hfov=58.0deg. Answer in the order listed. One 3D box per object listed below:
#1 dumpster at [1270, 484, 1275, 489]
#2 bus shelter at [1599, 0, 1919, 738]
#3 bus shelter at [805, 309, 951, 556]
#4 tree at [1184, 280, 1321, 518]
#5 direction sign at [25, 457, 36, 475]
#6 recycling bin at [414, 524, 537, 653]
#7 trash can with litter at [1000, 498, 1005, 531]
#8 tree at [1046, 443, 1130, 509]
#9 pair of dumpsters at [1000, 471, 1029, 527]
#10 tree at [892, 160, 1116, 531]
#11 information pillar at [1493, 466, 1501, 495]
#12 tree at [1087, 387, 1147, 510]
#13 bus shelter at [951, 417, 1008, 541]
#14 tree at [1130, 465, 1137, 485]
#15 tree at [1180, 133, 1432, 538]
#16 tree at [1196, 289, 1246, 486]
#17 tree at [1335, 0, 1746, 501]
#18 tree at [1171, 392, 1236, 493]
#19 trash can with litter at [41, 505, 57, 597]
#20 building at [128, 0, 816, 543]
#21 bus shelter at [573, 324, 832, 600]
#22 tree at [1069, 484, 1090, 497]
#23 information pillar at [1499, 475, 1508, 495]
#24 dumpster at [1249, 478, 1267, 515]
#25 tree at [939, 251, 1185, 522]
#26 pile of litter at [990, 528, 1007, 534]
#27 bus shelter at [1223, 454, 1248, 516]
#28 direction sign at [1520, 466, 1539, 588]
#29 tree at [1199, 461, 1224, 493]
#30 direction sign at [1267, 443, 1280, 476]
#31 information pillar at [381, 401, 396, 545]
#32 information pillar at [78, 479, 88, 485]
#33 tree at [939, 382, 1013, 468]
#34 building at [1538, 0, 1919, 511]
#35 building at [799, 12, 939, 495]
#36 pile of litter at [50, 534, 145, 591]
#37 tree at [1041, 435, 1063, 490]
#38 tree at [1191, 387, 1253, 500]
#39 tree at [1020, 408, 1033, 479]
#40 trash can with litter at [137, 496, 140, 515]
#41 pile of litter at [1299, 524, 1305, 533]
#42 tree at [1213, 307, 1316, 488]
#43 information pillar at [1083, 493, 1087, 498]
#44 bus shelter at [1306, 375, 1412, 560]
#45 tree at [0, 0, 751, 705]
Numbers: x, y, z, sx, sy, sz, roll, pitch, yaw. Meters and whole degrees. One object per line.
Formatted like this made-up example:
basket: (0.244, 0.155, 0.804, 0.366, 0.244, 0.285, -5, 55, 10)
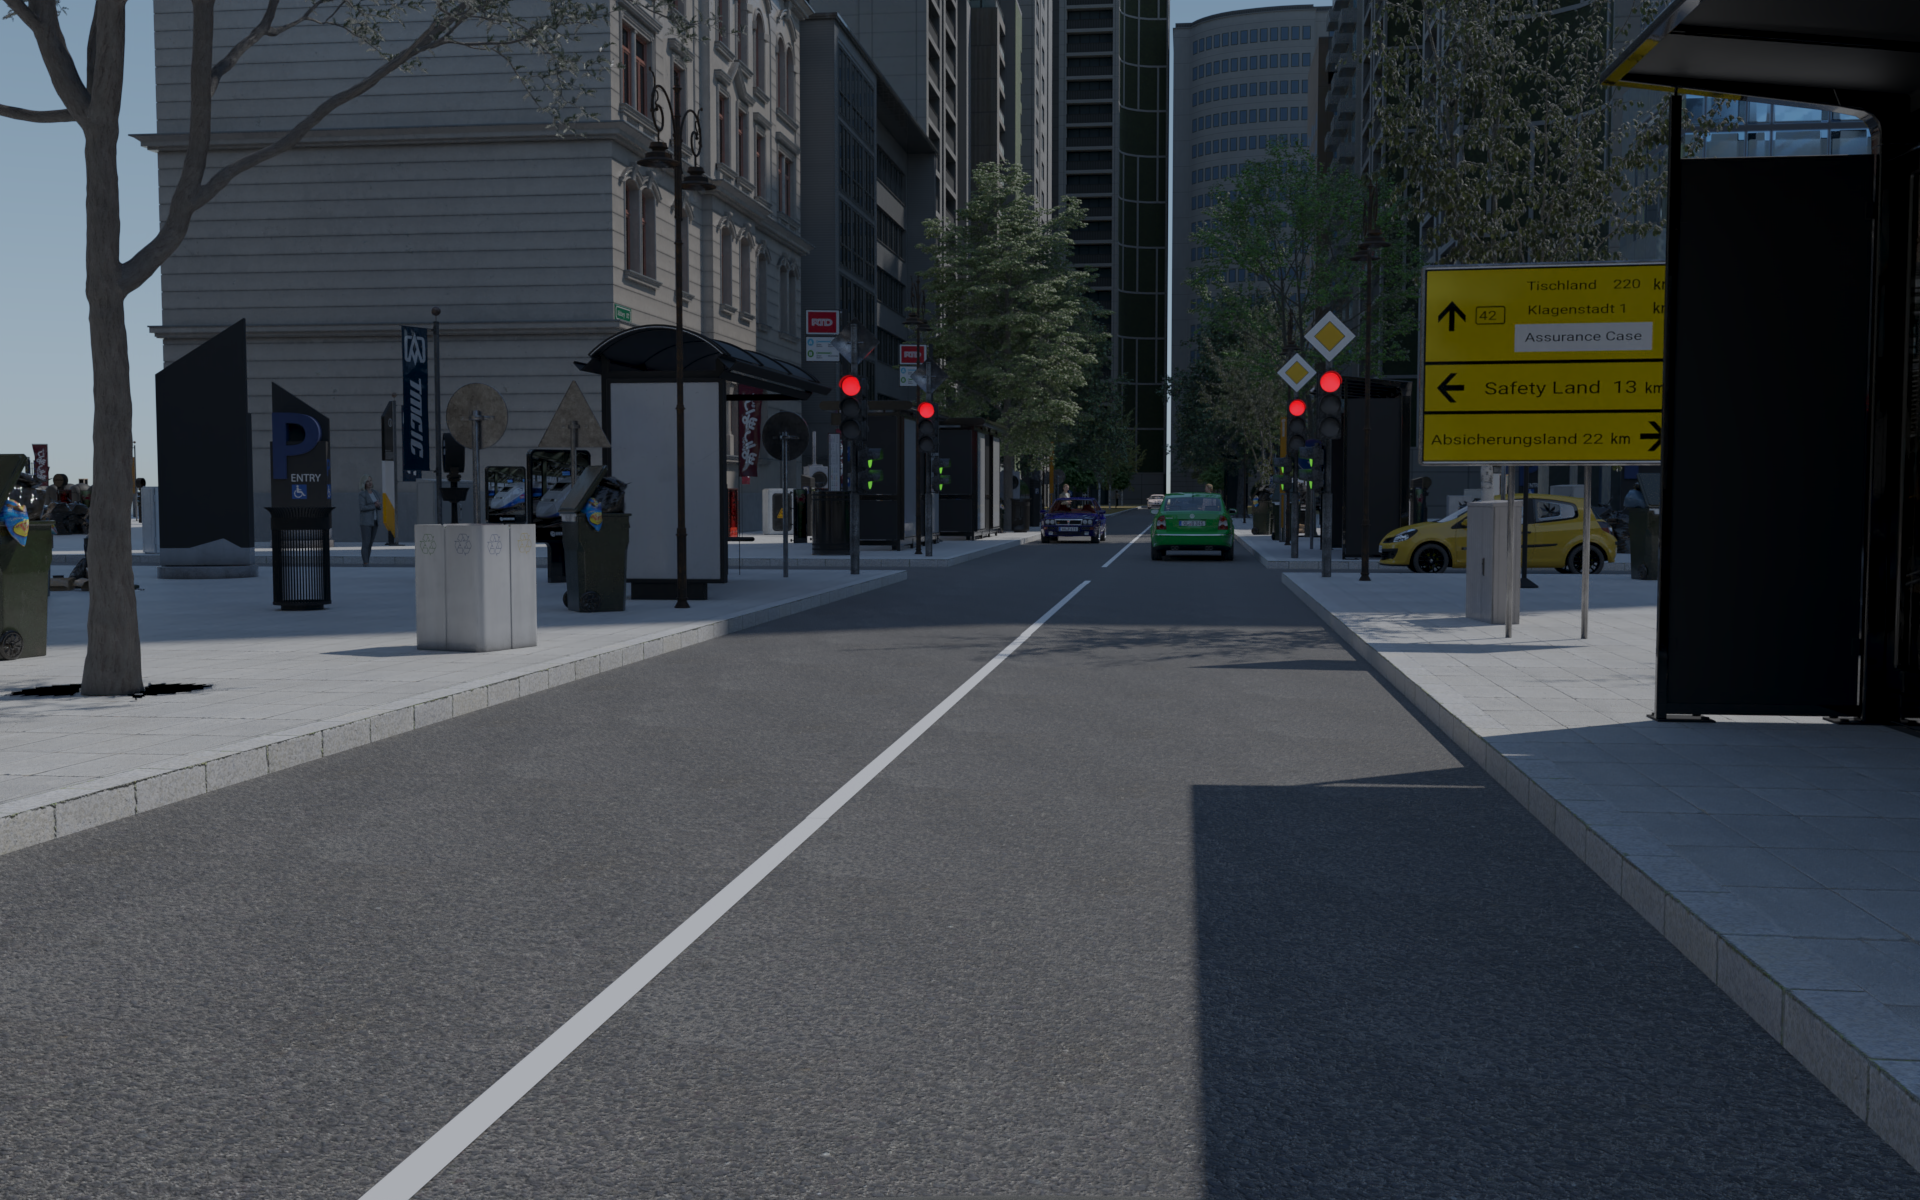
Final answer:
dumpster: (13.568, -4.080, 72.463, 1.264, 1.857, 1.865, 0, 4, 7)
bus shelter: (4.049, -0.941, 6.670, 1.731, 3.624, 6.357, 0, 4, 7)
bus shelter: (-1.937, -3.827, 40.209, 2.179, 5.291, 8.768, 0, 4, 7)
tree: (15.219, -10.759, 92.915, 9.611, 12.733, 9.660, 0, 3, 0)
direction sign: (-61.820, -7.551, 115.455, 0.379, 3.537, 0.876, 3, 5, 42)
recycling bin: (-4.027, -0.114, 14.425, 0.722, 1.027, 0.722, 2, 4, 26)
trash can with litter: (0.978, -2.833, 57.699, 1.055, 1.170, 0.624, 1, 4, 9)
tree: (6.180, -6.619, 91.942, 4.285, 4.588, 4.351, 0, 3, 0)
pair of dumpsters: (1.876, -4.128, 69.987, 1.574, 2.255, 4.437, 0, 4, 8)
tree: (1.540, -8.671, 59.896, 7.486, 12.596, 7.792, 0, 3, 0)
information pillar: (21.861, -4.827, 70.268, 0.504, 3.616, 0.183, 0, 4, 7)
tree: (9.615, -10.165, 116.567, 4.737, 8.622, 4.395, 0, 3, 0)
bus shelter: (-0.201, -4.358, 48.882, 2.179, 5.291, 8.768, 0, 4, 8)
tree: (13.621, -10.186, 150.248, 4.285, 4.588, 4.351, 0, 3, 0)
tree: (10.241, -7.667, 51.111, 9.928, 11.665, 9.643, 0, 3, 0)
tree: (10.449, -6.747, 60.680, 4.360, 8.622, 3.978, 0, 3, 0)
tree: (5.899, -4.178, 18.671, 4.360, 8.622, 3.978, 0, 3, 0)
tree: (27.153, -16.980, 184.271, 9.857, 13.997, 8.962, 0, 3, 0)
trash can with litter: (-11.664, -0.600, 21.193, 1.055, 1.170, 0.624, -3, 4, -36)
building: (-13.599, -16.432, 56.045, 14.401, 28.519, 23.554, 0, 4, 7)
bus shelter: (-3.272, -1.803, 23.409, 2.014, 3.302, 5.546, 0, 4, 7)
tree: (6.825, -6.247, 96.740, 1.663, 3.219, 1.824, 0, 3, 0)
information pillar: (20.569, -3.728, 65.450, 0.304, 2.012, 0.304, 3, 5, 45)
dumpster: (18.105, -6.185, 103.624, 1.502, 2.255, 1.985, 0, 4, 7)
tree: (3.456, -9.932, 79.388, 9.611, 12.733, 9.660, 0, 3, 0)
pile of litter: (0.629, -2.603, 56.522, 1.719, 0.858, 1.176, 1, 4, 14)
bus shelter: (16.310, -6.851, 103.289, 1.731, 3.624, 6.357, 0, 4, 8)
direction sign: (7.734, -1.935, 23.642, 0.379, 3.537, 0.876, 0, 4, -2)
tree: (23.717, -10.769, 159.786, 4.285, 4.588, 4.351, 0, 3, 0)
direction sign: (14.030, -5.180, 76.693, 0.876, 3.537, 0.379, 1, 4, 16)
information pillar: (-14.302, -3.179, 43.331, 0.183, 3.616, 0.504, 0, 4, 8)
information pillar: (-41.477, -4.740, 81.993, 0.304, 2.012, 0.304, 1, 4, 9)
tree: (0.688, -8.483, 89.066, 4.360, 8.622, 3.978, 0, 3, 0)
building: (33.683, -45.024, 48.811, 31.000, 86.520, 22.319, 0, 4, 7)
building: (-10.090, -16.151, 83.128, 14.314, 24.678, 30.058, 0, 4, 7)
pile of litter: (-11.700, -0.566, 23.213, 1.719, 0.858, 1.176, 3, 5, 42)
tree: (4.655, -9.489, 105.500, 4.360, 8.622, 3.978, 0, 3, 0)
tree: (25.708, -15.241, 167.312, 7.486, 12.596, 7.792, 0, 3, 0)
tree: (2.144, -9.160, 100.125, 4.360, 8.622, 3.978, 0, 3, 0)
trash can with litter: (-52.801, -6.102, 111.157, 0.624, 1.170, 1.055, 1, 4, 13)
pile of litter: (10.840, -2.611, 56.659, 1.719, 0.858, 1.176, 0, 4, 0)
tree: (12.164, -7.137, 67.059, 4.737, 8.622, 4.395, 0, 3, 0)
information pillar: (8.019, -6.478, 110.412, 0.304, 2.012, 0.304, -2, 4, -30)
bus shelter: (8.387, -2.780, 36.742, 1.731, 3.624, 6.357, 0, 4, 8)
tree: (-5.365, -6.147, 10.871, 12.009, 13.543, 11.850, 0, 3, 0)
